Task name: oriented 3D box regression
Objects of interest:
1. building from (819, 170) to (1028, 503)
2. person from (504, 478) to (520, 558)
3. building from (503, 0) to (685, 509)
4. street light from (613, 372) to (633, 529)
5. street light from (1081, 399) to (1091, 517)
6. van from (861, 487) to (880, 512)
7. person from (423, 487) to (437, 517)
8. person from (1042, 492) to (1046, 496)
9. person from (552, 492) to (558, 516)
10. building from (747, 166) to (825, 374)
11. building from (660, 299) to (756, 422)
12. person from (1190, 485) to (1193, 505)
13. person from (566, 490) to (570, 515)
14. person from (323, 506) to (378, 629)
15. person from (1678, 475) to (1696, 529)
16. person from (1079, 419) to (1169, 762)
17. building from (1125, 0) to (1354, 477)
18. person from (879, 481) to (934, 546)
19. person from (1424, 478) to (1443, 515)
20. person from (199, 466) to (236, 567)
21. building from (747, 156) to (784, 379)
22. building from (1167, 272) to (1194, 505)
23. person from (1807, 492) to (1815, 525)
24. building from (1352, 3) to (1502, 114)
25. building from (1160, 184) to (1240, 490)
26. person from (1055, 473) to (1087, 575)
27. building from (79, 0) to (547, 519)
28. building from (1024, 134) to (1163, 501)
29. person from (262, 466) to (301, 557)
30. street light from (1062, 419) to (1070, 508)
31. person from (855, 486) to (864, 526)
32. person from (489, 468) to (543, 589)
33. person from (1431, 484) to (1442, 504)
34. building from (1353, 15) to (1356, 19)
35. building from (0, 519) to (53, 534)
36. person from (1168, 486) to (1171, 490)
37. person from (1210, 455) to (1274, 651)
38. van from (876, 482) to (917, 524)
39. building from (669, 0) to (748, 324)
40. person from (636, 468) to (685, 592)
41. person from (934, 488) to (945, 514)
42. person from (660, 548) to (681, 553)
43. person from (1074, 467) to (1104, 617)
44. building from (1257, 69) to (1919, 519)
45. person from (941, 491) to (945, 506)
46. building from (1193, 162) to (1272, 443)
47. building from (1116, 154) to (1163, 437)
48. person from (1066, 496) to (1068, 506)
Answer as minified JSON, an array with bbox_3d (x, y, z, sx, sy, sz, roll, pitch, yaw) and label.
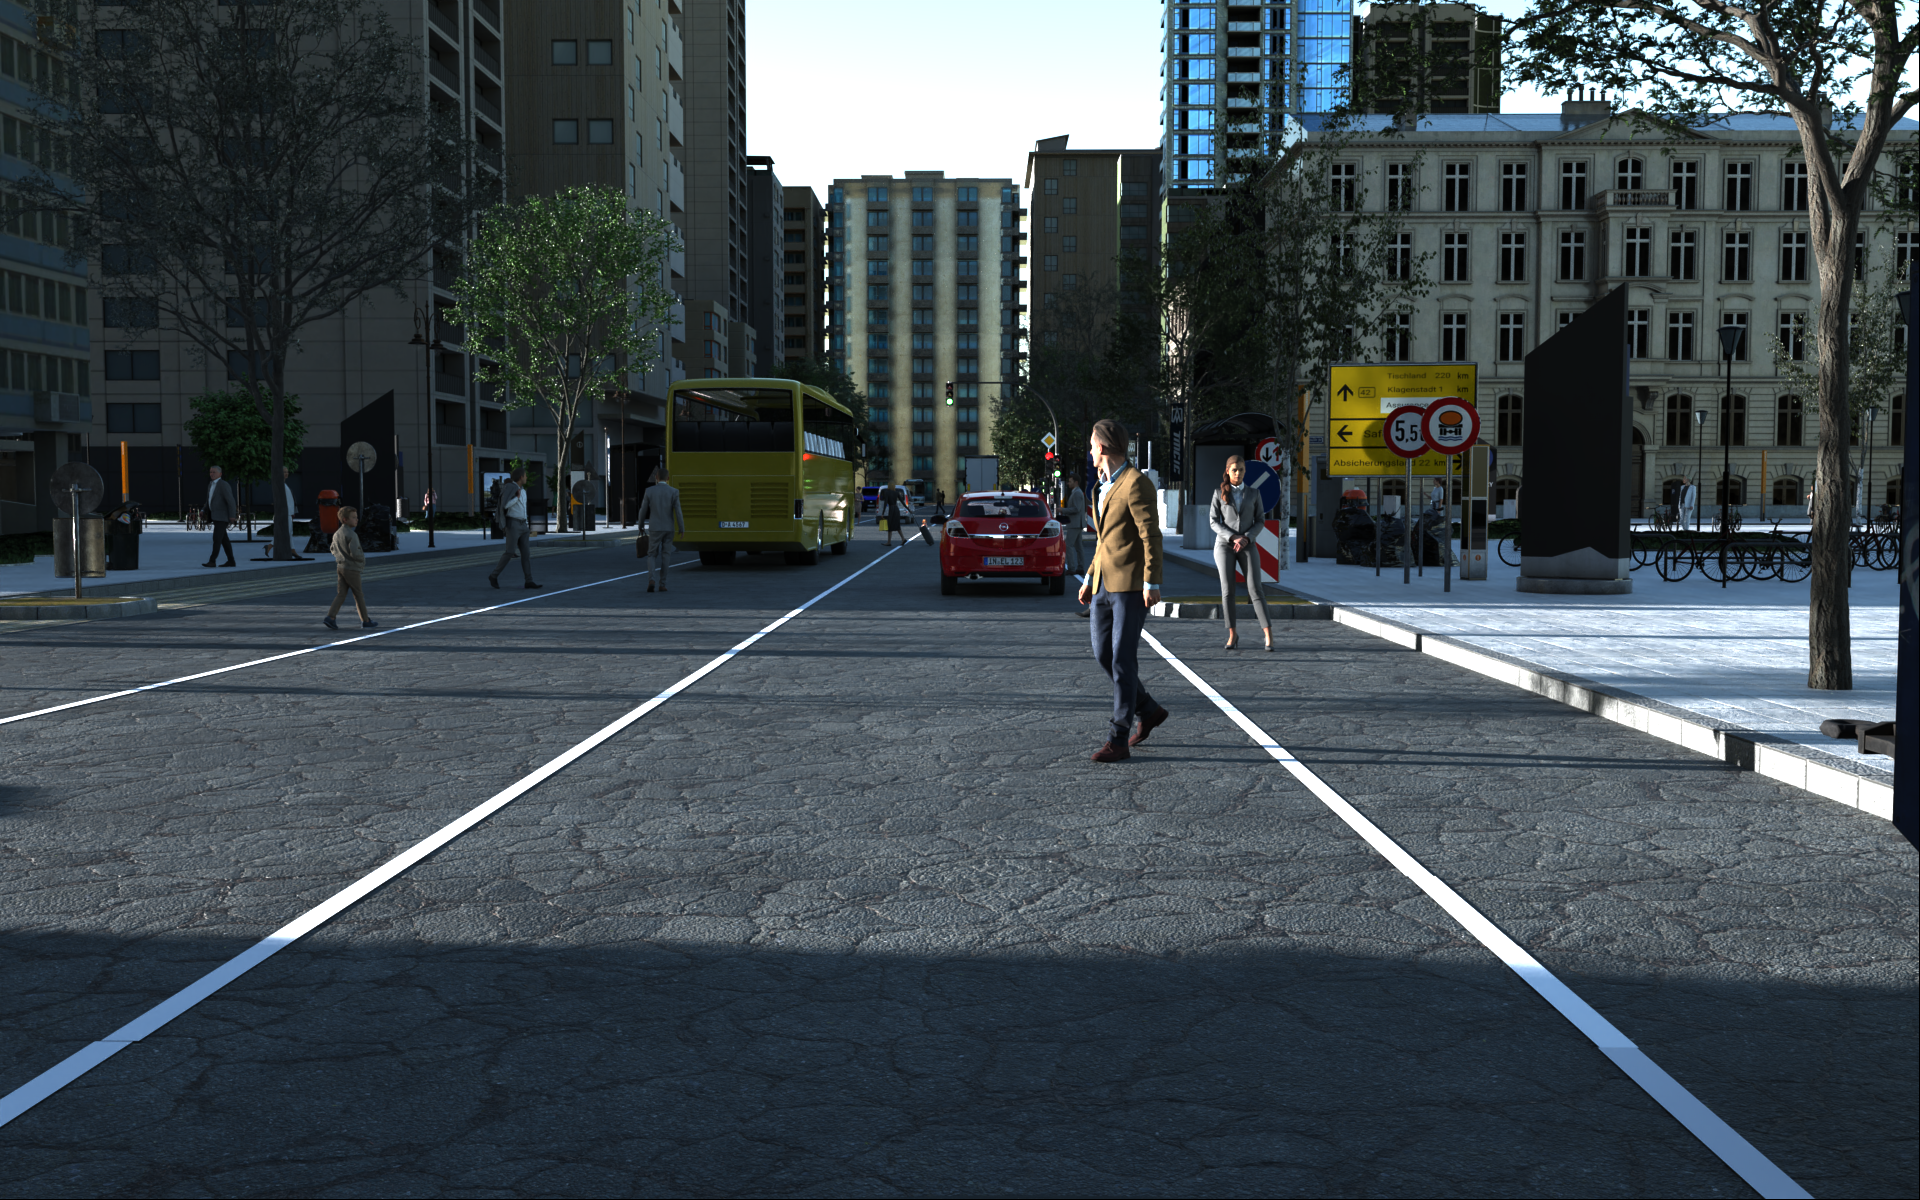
[{"bbox_3d":[-5.305,-39.104,258.958,30.456,49.044,23.786,0,4,1],"label":"building"},{"bbox_3d":[-9.950,-1.826,38.632,0.520,1.790,0.573,3,5,39],"label":"person"},{"bbox_3d":[-36.499,-33.282,133.403,28.713,52.752,27.495,0,4,1],"label":"building"},{"bbox_3d":[-12.458,-5.584,64.093,0.468,5.910,1.993,0,4,1],"label":"street light"},{"bbox_3d":[6.125,-6.833,84.506,0.468,5.910,1.993,0,4,1],"label":"street light"},{"bbox_3d":[-6.921,-8.220,138.780,2.240,2.365,5.245,0,4,2],"label":"van"},{"bbox_3d":[-22.616,-3.961,73.845,0.593,1.750,0.643,-2,4,-23],"label":"person"},{"bbox_3d":[8.038,-9.738,166.726,0.415,1.643,0.593,-1,4,-8],"label":"person"},{"bbox_3d":[-24.027,-5.914,102.986,0.529,1.795,0.600,0,4,6],"label":"person"},{"bbox_3d":[-31.578,-38.816,258.344,21.600,48.544,21.300,0,4,1],"label":"building"},{"bbox_3d":[-35.539,-19.821,169.116,27.650,21.520,28.899,0,4,1],"label":"building"},{"bbox_3d":[13.130,-5.575,97.290,0.635,1.810,0.391,3,5,42],"label":"person"},{"bbox_3d":[-23.804,-6.077,105.583,0.592,1.802,0.473,1,4,12],"label":"person"},{"bbox_3d":[-6.510,-0.345,18.409,0.475,1.303,0.640,2,4,29],"label":"person"},{"bbox_3d":[21.152,-2.719,50.378,0.514,1.842,0.818,3,4,36],"label":"person"},{"bbox_3d":[0.887,-0.070,9.559,0.656,1.842,0.836,2,4,35],"label":"person"},{"bbox_3d":[30.225,-53.460,186.743,22.319,86.520,31.000,0,4,1],"label":"building"},{"bbox_3d":[-1.473,-2.385,47.710,1.509,1.804,0.699,0,4,2],"label":"person"},{"bbox_3d":[12.141,-2.313,44.426,0.524,1.755,0.480,-1,4,-14],"label":"person"},{"bbox_3d":[-12.982,-1.453,30.195,0.661,1.777,0.834,2,4,25],"label":"person"},{"bbox_3d":[-28.748,-32.257,210.990,14.086,41.232,14.154,0,4,1],"label":"building"},{"bbox_3d":[23.371,-18.741,142.566,11.583,22.565,21.152,0,4,1],"label":"building"},{"bbox_3d":[36.871,-4.056,74.787,0.822,1.834,0.622,-2,4,-28],"label":"person"},{"bbox_3d":[68.747,-50.033,256.298,20.611,71.187,20.563,0,4,1],"label":"building"},{"bbox_3d":[26.036,-24.100,165.733,14.160,30.474,14.107,0,4,1],"label":"building"},{"bbox_3d":[1.953,-1.342,30.643,0.583,1.804,0.606,0,4,2],"label":"person"},{"bbox_3d":[-35.063,-40.326,97.576,20.563,71.187,20.611,0,4,1],"label":"building"},{"bbox_3d":[23.710,-41.128,261.675,27.495,52.752,28.713,0,4,1],"label":"building"},{"bbox_3d":[-13.526,-1.749,34.513,0.818,1.842,0.514,-3,4,-38],"label":"person"},{"bbox_3d":[6.506,-8.215,107.103,0.468,5.910,1.993,0,4,1],"label":"street light"},{"bbox_3d":[-4.665,-4.245,78.251,0.599,1.781,0.374,2,4,30],"label":"person"},{"bbox_3d":[-6.752,-1.077,26.213,0.850,1.850,0.679,1,4,12],"label":"person"},{"bbox_3d":[19.483,-3.939,70.713,0.793,1.790,0.793,1,4,13],"label":"person"},{"bbox_3d":[48.134,-50.031,256.250,20.611,71.187,20.563,0,4,1],"label":"building"},{"bbox_3d":[-35.950,-21.366,41.223,23.993,40.220,32.217,0,4,1],"label":"building"},{"bbox_3d":[13.060,-6.230,108.127,0.478,1.798,0.641,1,4,19],"label":"person"},{"bbox_3d":[2.594,-0.437,15.916,0.520,1.790,0.573,-1,4,-13],"label":"person"},{"bbox_3d":[-3.099,-4.681,83.551,2.013,2.044,4.112,0,4,3],"label":"van"},{"bbox_3d":[-32.259,-46.117,192.267,20.563,71.187,20.611,0,4,1],"label":"building"},{"bbox_3d":[-4.418,-1.033,25.514,0.709,1.813,0.853,-1,4,-9],"label":"person"},{"bbox_3d":[-1.468,-7.133,125.039,0.836,1.842,0.656,1,4,9],"label":"person"},{"bbox_3d":[-7.086,-2.040,42.204,0.721,1.781,0.623,-1,4,-20],"label":"person"},{"bbox_3d":[1.757,-0.708,20.181,0.850,1.850,0.679,0,3,0],"label":"person"},{"bbox_3d":[34.828,-16.915,95.648,34.723,24.649,14.460,0,4,1],"label":"building"},{"bbox_3d":[-2.141,-12.604,214.208,0.705,1.869,1.348,2,4,26],"label":"person"},{"bbox_3d":[23.861,-18.006,124.076,12.332,23.373,15.834,0,4,1],"label":"building"},{"bbox_3d":[25.952,-32.241,210.736,14.154,41.232,14.086,0,4,1],"label":"building"},{"bbox_3d":[7.586,-6.606,119.557,1.012,1.151,0.738,-1,4,-16],"label":"person"}]
